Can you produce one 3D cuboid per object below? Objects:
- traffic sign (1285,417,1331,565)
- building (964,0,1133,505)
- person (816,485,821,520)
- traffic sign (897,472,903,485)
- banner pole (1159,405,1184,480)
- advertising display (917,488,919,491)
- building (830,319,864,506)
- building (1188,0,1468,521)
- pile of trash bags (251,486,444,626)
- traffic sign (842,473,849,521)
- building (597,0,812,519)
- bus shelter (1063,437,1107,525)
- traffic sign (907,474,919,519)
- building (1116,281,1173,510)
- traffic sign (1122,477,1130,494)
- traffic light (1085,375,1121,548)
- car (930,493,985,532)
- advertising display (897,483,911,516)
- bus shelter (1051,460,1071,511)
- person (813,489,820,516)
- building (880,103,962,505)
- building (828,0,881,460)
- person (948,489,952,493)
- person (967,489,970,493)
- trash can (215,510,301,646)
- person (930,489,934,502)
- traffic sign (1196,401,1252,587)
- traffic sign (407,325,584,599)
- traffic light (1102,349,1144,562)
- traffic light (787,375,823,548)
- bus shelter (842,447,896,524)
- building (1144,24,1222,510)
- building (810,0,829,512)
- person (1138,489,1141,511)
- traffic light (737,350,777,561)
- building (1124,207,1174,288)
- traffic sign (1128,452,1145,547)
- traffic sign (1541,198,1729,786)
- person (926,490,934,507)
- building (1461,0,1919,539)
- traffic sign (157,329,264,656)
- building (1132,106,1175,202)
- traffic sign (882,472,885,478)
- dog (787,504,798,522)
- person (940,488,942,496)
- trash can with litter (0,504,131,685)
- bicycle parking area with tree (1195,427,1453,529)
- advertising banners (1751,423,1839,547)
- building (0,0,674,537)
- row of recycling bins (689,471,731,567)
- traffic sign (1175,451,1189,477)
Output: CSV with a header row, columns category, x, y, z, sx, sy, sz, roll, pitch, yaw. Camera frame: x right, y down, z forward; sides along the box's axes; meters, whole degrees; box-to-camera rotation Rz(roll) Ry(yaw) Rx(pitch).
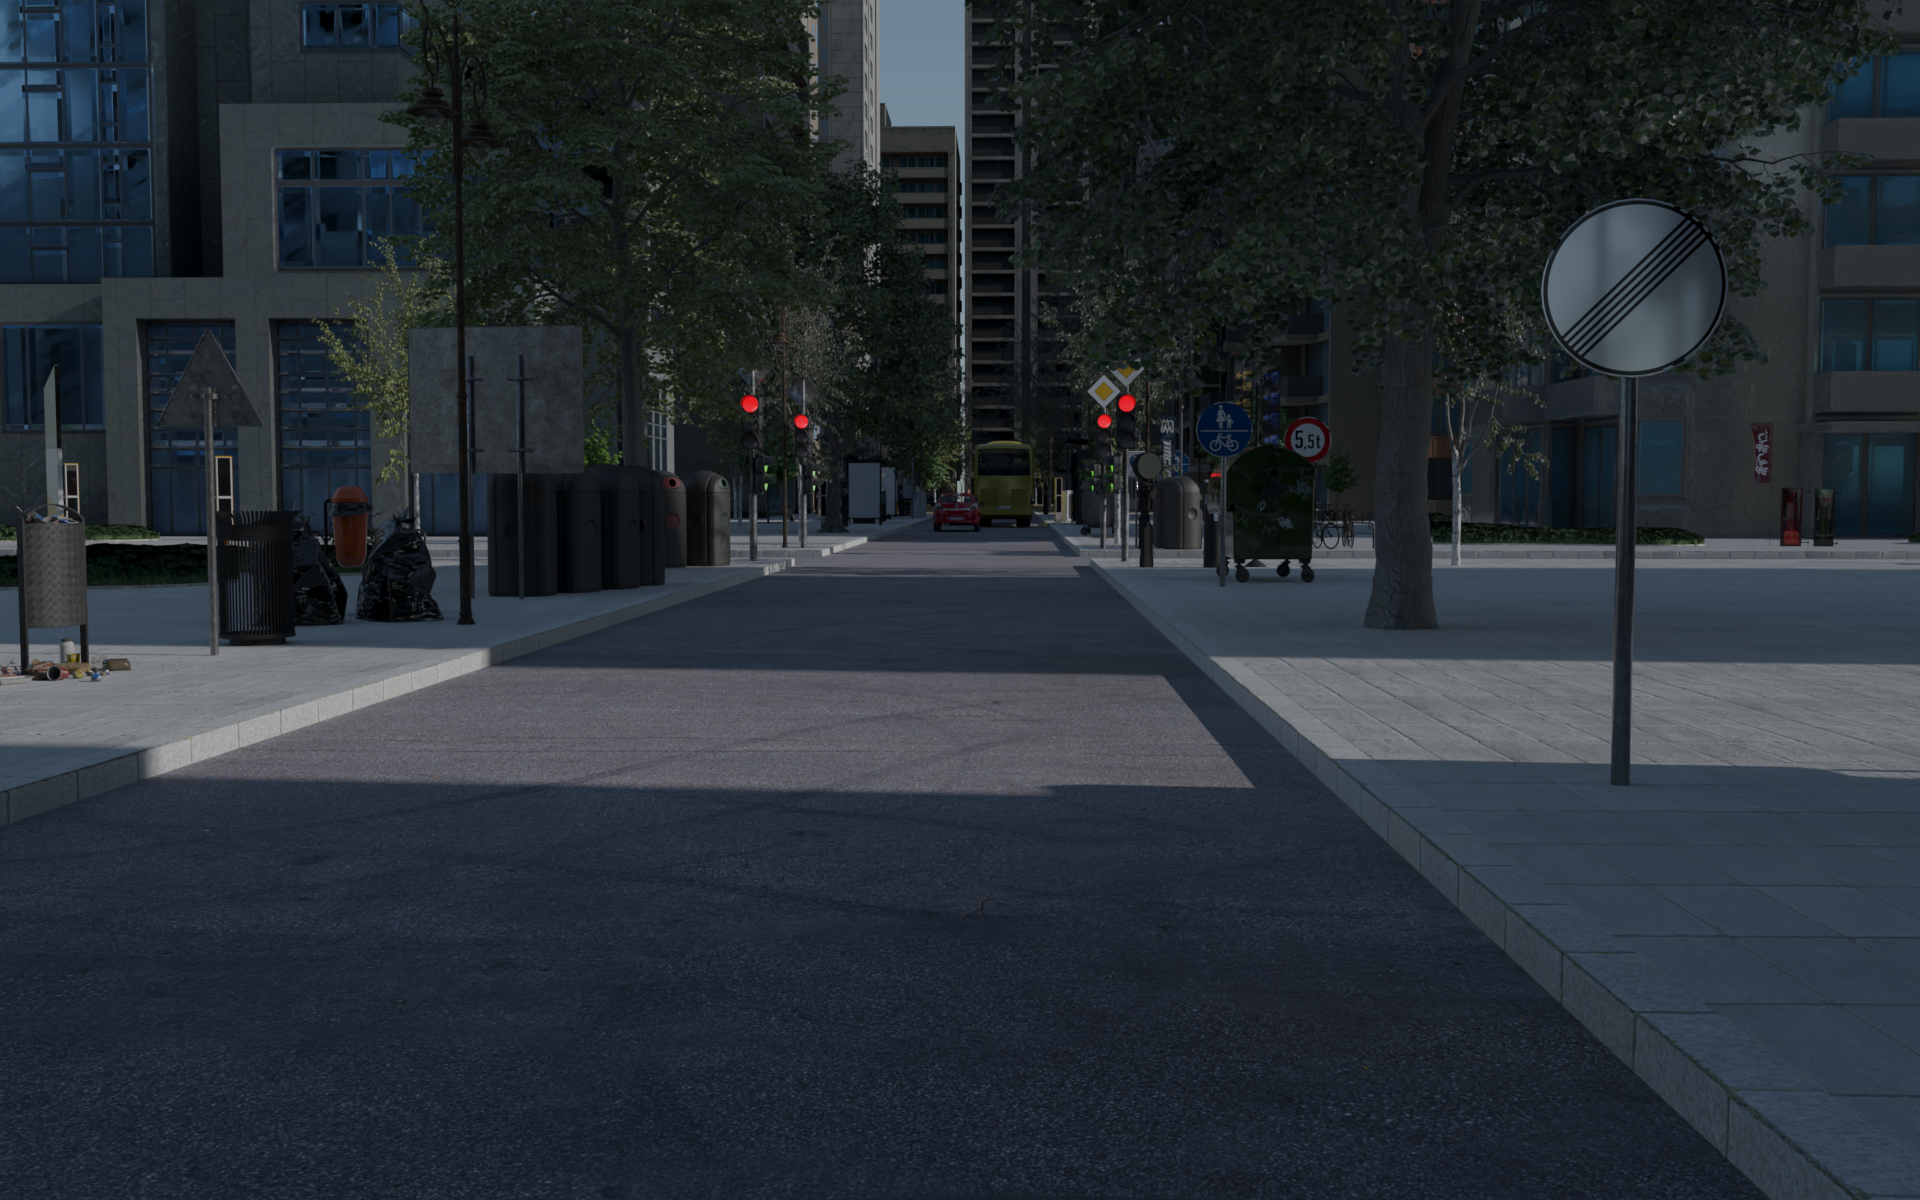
category,x,y,z,sx,sy,sz,roll,pitch,yaw
traffic sign,5.742,-1.747,28.673,0.768,2.556,0.104,0,4,8
building,11.109,-47.579,216.160,20.611,71.187,20.563,0,4,2
person,-6.838,-4.767,84.321,0.374,1.781,0.599,-1,4,-11
traffic sign,-3.639,-6.037,98.811,0.768,2.556,0.104,0,4,7
banner pole,6.005,-3.601,48.895,0.863,3.779,0.401,0,4,-4
advertising display,-2.767,-6.767,115.847,0.974,1.923,0.123,3,5,44
building,-23.152,-18.443,146.580,27.650,21.520,28.899,0,4,2
building,24.689,-26.868,93.912,22.147,44.769,28.867,0,4,2
pile of trash bags,-6.564,-0.535,18.503,1.912,1.369,3.447,-1,4,-18
traffic sign,-5.374,-4.971,83.400,0.606,2.300,0.079,1,4,9
building,-20.492,-29.135,100.064,21.300,48.544,21.600,0,4,2
bus shelter,5.349,-5.061,74.027,1.731,3.624,6.357,0,4,2
traffic sign,-2.418,-5.275,88.379,0.606,2.300,0.079,0,4,7
building,28.595,-18.931,154.564,27.650,21.520,28.899,0,4,2
traffic sign,6.553,-4.269,69.899,0.768,2.556,0.104,0,4,3
traffic light,3.364,-3.175,40.828,0.839,4.253,0.868,0,4,2
car,-0.103,-3.571,67.426,2.155,1.783,4.494,0,4,1
advertising display,-3.312,-5.784,99.783,0.974,1.923,0.123,1,4,14
bus shelter,6.550,-6.821,105.444,2.014,3.302,5.546,0,4,2
person,-7.886,-5.527,97.161,0.760,1.731,0.466,-1,4,-14
building,-10.729,-36.363,218.232,21.600,48.544,21.300,0,4,2
building,-18.875,-44.923,172.750,20.611,71.187,20.563,0,4,2
person,-0.931,-9.454,161.443,1.217,1.723,0.721,0,4,5
person,0.641,-6.824,120.597,0.617,1.759,0.750,-1,4,-20
trash can,-6.022,-0.194,14.818,0.748,1.137,0.748,0,3,0
person,-2.974,-10.635,180.453,0.750,1.759,0.617,-2,4,-27
traffic sign,3.640,-1.457,23.931,0.768,2.556,0.104,0,4,3
traffic sign,-5.660,-1.664,21.084,2.265,3.308,0.079,1,4,10
traffic light,3.122,-2.687,32.847,0.839,4.253,0.868,0,4,2
traffic light,-3.694,-3.187,41.026,0.839,4.253,0.868,0,4,2
bus shelter,-4.100,-5.098,77.274,2.014,3.302,5.546,0,4,2
building,24.896,-42.201,128.242,20.563,71.187,20.611,0,4,2
building,-16.946,-28.932,123.155,14.600,45.320,14.200,0,4,2
person,13.357,-7.404,128.013,0.530,1.710,0.541,3,5,40
traffic light,-3.936,-2.699,33.044,0.839,4.253,0.868,0,4,2
building,23.520,-24.723,175.917,14.160,30.474,14.107,0,4,2
traffic sign,4.233,-2.410,41.533,0.606,2.300,0.079,0,4,7
traffic sign,2.916,-0.457,7.572,0.768,2.556,0.104,1,4,11
person,-3.153,-10.265,174.593,1.217,1.736,0.721,0,4,-8
building,32.573,-26.808,57.927,30.456,49.044,23.786,0,4,2
traffic sign,-5.927,-0.837,13.696,0.884,2.594,0.081,0,4,6
building,35.766,-41.266,216.702,28.212,58.520,21.231,0,4,2
traffic sign,-3.970,-5.063,82.506,0.795,2.593,0.064,0,4,6
dog,-7.740,-4.023,80.153,0.800,0.831,0.513,-1,4,-13
person,-1.735,-9.588,162.767,0.705,1.831,1.348,1,4,10
trash can with litter,-6.690,-0.057,11.989,1.678,1.210,2.233,1,4,22
bicycle parking area with tree,12.989,-4.472,60.120,8.231,4.147,9.016,1,4,18
advertising banners,20.417,-2.827,42.415,2.074,3.025,0.090,1,4,10
building,-23.227,-45.998,64.736,22.319,86.520,31.000,0,4,2
row of recycling bins,-5.543,-1.403,30.049,1.069,1.692,3.534,3,5,44
traffic sign,6.325,-3.099,50.775,0.768,2.556,0.104,0,4,3
